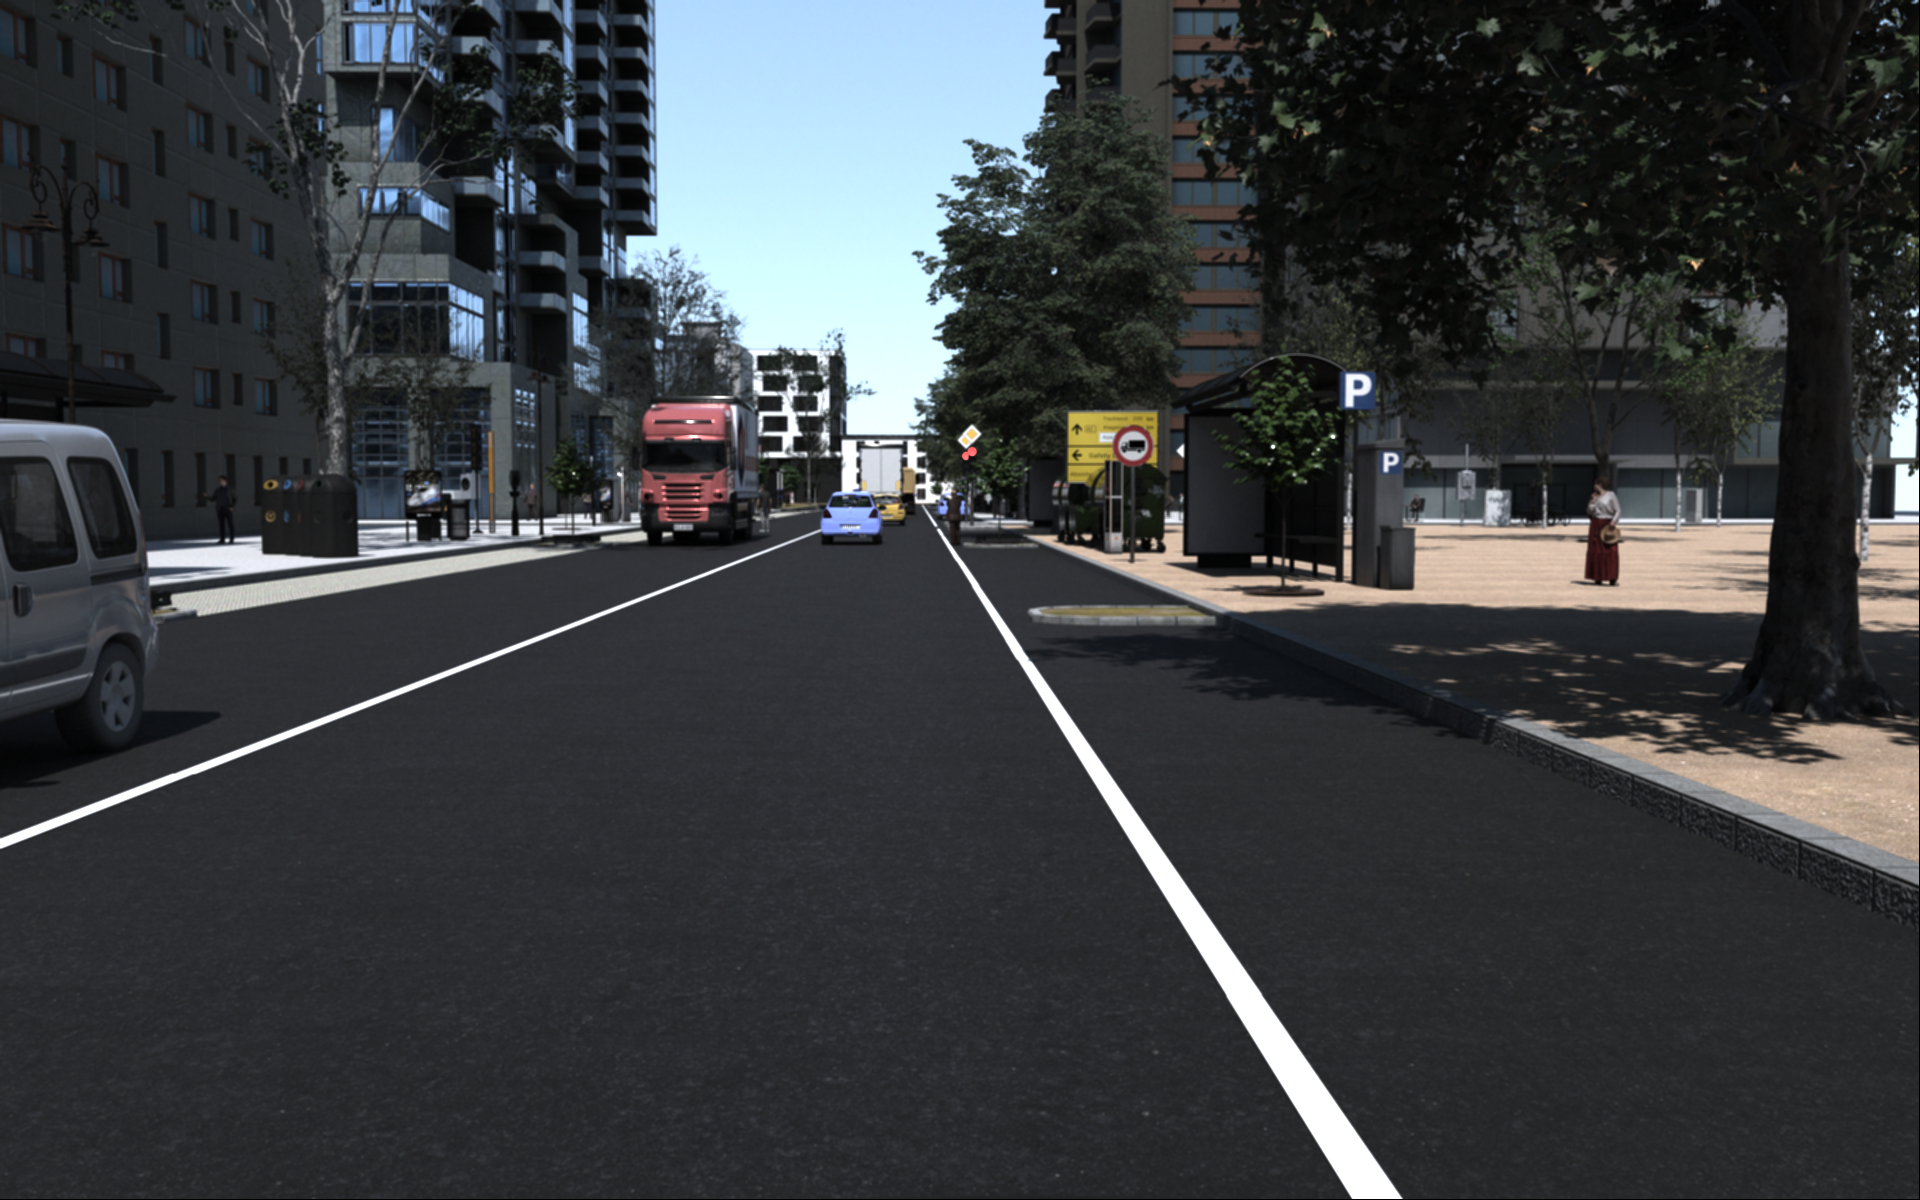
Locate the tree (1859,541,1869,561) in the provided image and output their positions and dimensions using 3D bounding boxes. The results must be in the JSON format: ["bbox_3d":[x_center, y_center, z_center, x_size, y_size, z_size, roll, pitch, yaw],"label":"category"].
[{"bbox_3d":[17.447,-5.064,33.151,4.360,8.622,3.978,0,3,0],"label":"tree"}]

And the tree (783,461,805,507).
[{"bbox_3d":[-17.058,-11.510,171.905,4.285,4.588,4.351,0,3,0],"label":"tree"}]

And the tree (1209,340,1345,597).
[{"bbox_3d":[3.992,-1.676,22.004,1.663,3.219,1.824,0,3,0],"label":"tree"}]

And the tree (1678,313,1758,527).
[{"bbox_3d":[29.612,-7.140,67.099,4.737,8.622,4.395,0,3,0],"label":"tree"}]

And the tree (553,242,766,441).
[{"bbox_3d":[-14.618,-10.681,85.007,12.009,13.543,11.850,0,3,0],"label":"tree"}]

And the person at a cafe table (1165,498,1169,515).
[{"bbox_3d":[11.927,-5.915,105.219,1.698,1.524,1.622,-2,4,-35],"label":"person at a cafe table"}]

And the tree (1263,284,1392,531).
[{"bbox_3d":[13.550,-6.759,60.878,4.737,8.622,4.395,0,3,0],"label":"tree"}]

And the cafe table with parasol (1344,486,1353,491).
[{"bbox_3d":[18.459,-5.020,86.938,2.610,1.966,2.610,2,4,30],"label":"cafe table with parasol"}]

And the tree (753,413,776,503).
[{"bbox_3d":[-18.157,-12.224,150.221,4.360,8.622,3.978,0,3,0],"label":"tree"}]

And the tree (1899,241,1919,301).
[{"bbox_3d":[11.684,-4.233,19.577,4.737,8.622,4.395,0,3,0],"label":"tree"}]

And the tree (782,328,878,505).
[{"bbox_3d":[-15.833,-20.807,196.089,12.611,20.169,13.585,0,3,0],"label":"tree"}]

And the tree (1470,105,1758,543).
[{"bbox_3d":[16.888,-7.320,45.433,9.928,11.665,9.643,0,3,0],"label":"tree"}]

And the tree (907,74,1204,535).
[{"bbox_3d":[3.218,-9.047,54.571,9.857,13.997,8.962,0,3,0],"label":"tree"}]

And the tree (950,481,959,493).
[{"bbox_3d":[-0.438,-12.786,203.659,1.663,3.219,1.824,0,3,0],"label":"tree"}]

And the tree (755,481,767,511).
[{"bbox_3d":[-15.809,-8.422,132.307,1.663,3.219,1.824,0,3,0],"label":"tree"}]

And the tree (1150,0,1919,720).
[{"bbox_3d":[5.059,-5.693,10.092,9.611,12.733,9.660,0,3,0],"label":"tree"}]

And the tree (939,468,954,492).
[{"bbox_3d":[-1.197,-16.623,222.140,4.360,8.622,3.978,0,3,0],"label":"tree"}]

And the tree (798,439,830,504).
[{"bbox_3d":[-18.311,-16.381,218.193,4.360,8.622,3.978,0,3,0],"label":"tree"}]

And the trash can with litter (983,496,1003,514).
[{"bbox_3d":[2.217,-6.145,111.521,1.678,1.210,2.233,3,5,43],"label":"trash can with litter"}]

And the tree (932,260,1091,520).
[{"bbox_3d":[3.069,-10.129,83.742,7.486,12.596,7.792,0,3,0],"label":"tree"}]

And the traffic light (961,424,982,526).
[{"bbox_3d":[0.461,-4.939,69.667,0.839,4.253,0.868,0,4,-1],"label":"traffic light"}]

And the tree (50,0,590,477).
[{"bbox_3d":[-12.887,-11.039,36.378,12.611,20.169,13.585,0,3,0],"label":"tree"}]

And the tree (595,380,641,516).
[{"bbox_3d":[-19.341,-9.349,103.211,4.360,8.622,3.978,0,3,0],"label":"tree"}]

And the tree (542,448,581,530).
[{"bbox_3d":[-14.306,-4.139,62.281,1.663,3.219,1.824,0,3,0],"label":"tree"}]

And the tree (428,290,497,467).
[{"bbox_3d":[-18.662,-6.766,60.986,4.360,8.622,3.978,0,3,0],"label":"tree"}]

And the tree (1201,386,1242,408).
[{"bbox_3d":[16.857,-9.790,110.429,4.737,8.622,4.395,0,3,0],"label":"tree"}]

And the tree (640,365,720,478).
[{"bbox_3d":[-14.594,-8.903,95.919,4.360,8.622,3.978,0,3,0],"label":"tree"}]

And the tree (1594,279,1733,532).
[{"bbox_3d":[24.592,-6.615,58.512,4.360,8.622,3.978,0,3,0],"label":"tree"}]

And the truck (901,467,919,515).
[{"bbox_3d":[-4.563,-7.826,123.887,3.469,3.379,9.791,0,4,-3],"label":"truck"}]

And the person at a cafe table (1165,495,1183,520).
[{"bbox_3d":[10.960,-5.035,93.176,1.726,1.238,1.698,3,5,40],"label":"person at a cafe table"}]

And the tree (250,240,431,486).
[{"bbox_3d":[-18.674,-6.168,51.217,4.360,8.622,3.978,0,3,0],"label":"tree"}]

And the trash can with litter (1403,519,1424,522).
[{"bbox_3d":[20.350,-4.159,79.059,2.233,1.210,1.678,-1,4,-21],"label":"trash can with litter"}]

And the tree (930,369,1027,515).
[{"bbox_3d":[2.044,-10.562,107.104,8.767,10.594,7.601,1,4,12],"label":"tree"}]

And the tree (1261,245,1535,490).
[{"bbox_3d":[9.516,-5.336,37.604,4.360,8.622,3.978,0,3,0],"label":"tree"}]

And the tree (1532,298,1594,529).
[{"bbox_3d":[21.468,-6.954,64.052,4.360,8.622,3.978,0,3,0],"label":"tree"}]

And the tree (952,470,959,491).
[{"bbox_3d":[0.200,-15.081,196.930,4.737,8.622,4.395,0,3,0],"label":"tree"}]

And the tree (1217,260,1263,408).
[{"bbox_3d":[8.991,-5.828,45.644,4.360,8.622,3.978,0,3,0],"label":"tree"}]

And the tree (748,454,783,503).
[{"bbox_3d":[-14.961,-8.448,121.838,4.285,4.588,4.351,0,3,0],"label":"tree"}]

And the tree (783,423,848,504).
[{"bbox_3d":[-18.663,-17.914,227.301,8.767,10.594,7.601,-2,4,-35],"label":"tree"}]

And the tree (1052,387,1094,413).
[{"bbox_3d":[6.793,-8.671,92.141,4.737,8.622,4.395,0,3,0],"label":"tree"}]

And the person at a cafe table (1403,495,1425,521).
[{"bbox_3d":[22.011,-4.521,84.774,1.726,1.238,1.698,-2,4,-32],"label":"person at a cafe table"}]

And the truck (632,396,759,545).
[{"bbox_3d":[-7.683,-3.846,51.798,2.839,4.237,11.283,0,4,-2],"label":"truck"}]

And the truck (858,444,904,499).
[{"bbox_3d":[-4.681,-6.949,102.534,2.839,4.237,11.283,0,4,-3],"label":"truck"}]
